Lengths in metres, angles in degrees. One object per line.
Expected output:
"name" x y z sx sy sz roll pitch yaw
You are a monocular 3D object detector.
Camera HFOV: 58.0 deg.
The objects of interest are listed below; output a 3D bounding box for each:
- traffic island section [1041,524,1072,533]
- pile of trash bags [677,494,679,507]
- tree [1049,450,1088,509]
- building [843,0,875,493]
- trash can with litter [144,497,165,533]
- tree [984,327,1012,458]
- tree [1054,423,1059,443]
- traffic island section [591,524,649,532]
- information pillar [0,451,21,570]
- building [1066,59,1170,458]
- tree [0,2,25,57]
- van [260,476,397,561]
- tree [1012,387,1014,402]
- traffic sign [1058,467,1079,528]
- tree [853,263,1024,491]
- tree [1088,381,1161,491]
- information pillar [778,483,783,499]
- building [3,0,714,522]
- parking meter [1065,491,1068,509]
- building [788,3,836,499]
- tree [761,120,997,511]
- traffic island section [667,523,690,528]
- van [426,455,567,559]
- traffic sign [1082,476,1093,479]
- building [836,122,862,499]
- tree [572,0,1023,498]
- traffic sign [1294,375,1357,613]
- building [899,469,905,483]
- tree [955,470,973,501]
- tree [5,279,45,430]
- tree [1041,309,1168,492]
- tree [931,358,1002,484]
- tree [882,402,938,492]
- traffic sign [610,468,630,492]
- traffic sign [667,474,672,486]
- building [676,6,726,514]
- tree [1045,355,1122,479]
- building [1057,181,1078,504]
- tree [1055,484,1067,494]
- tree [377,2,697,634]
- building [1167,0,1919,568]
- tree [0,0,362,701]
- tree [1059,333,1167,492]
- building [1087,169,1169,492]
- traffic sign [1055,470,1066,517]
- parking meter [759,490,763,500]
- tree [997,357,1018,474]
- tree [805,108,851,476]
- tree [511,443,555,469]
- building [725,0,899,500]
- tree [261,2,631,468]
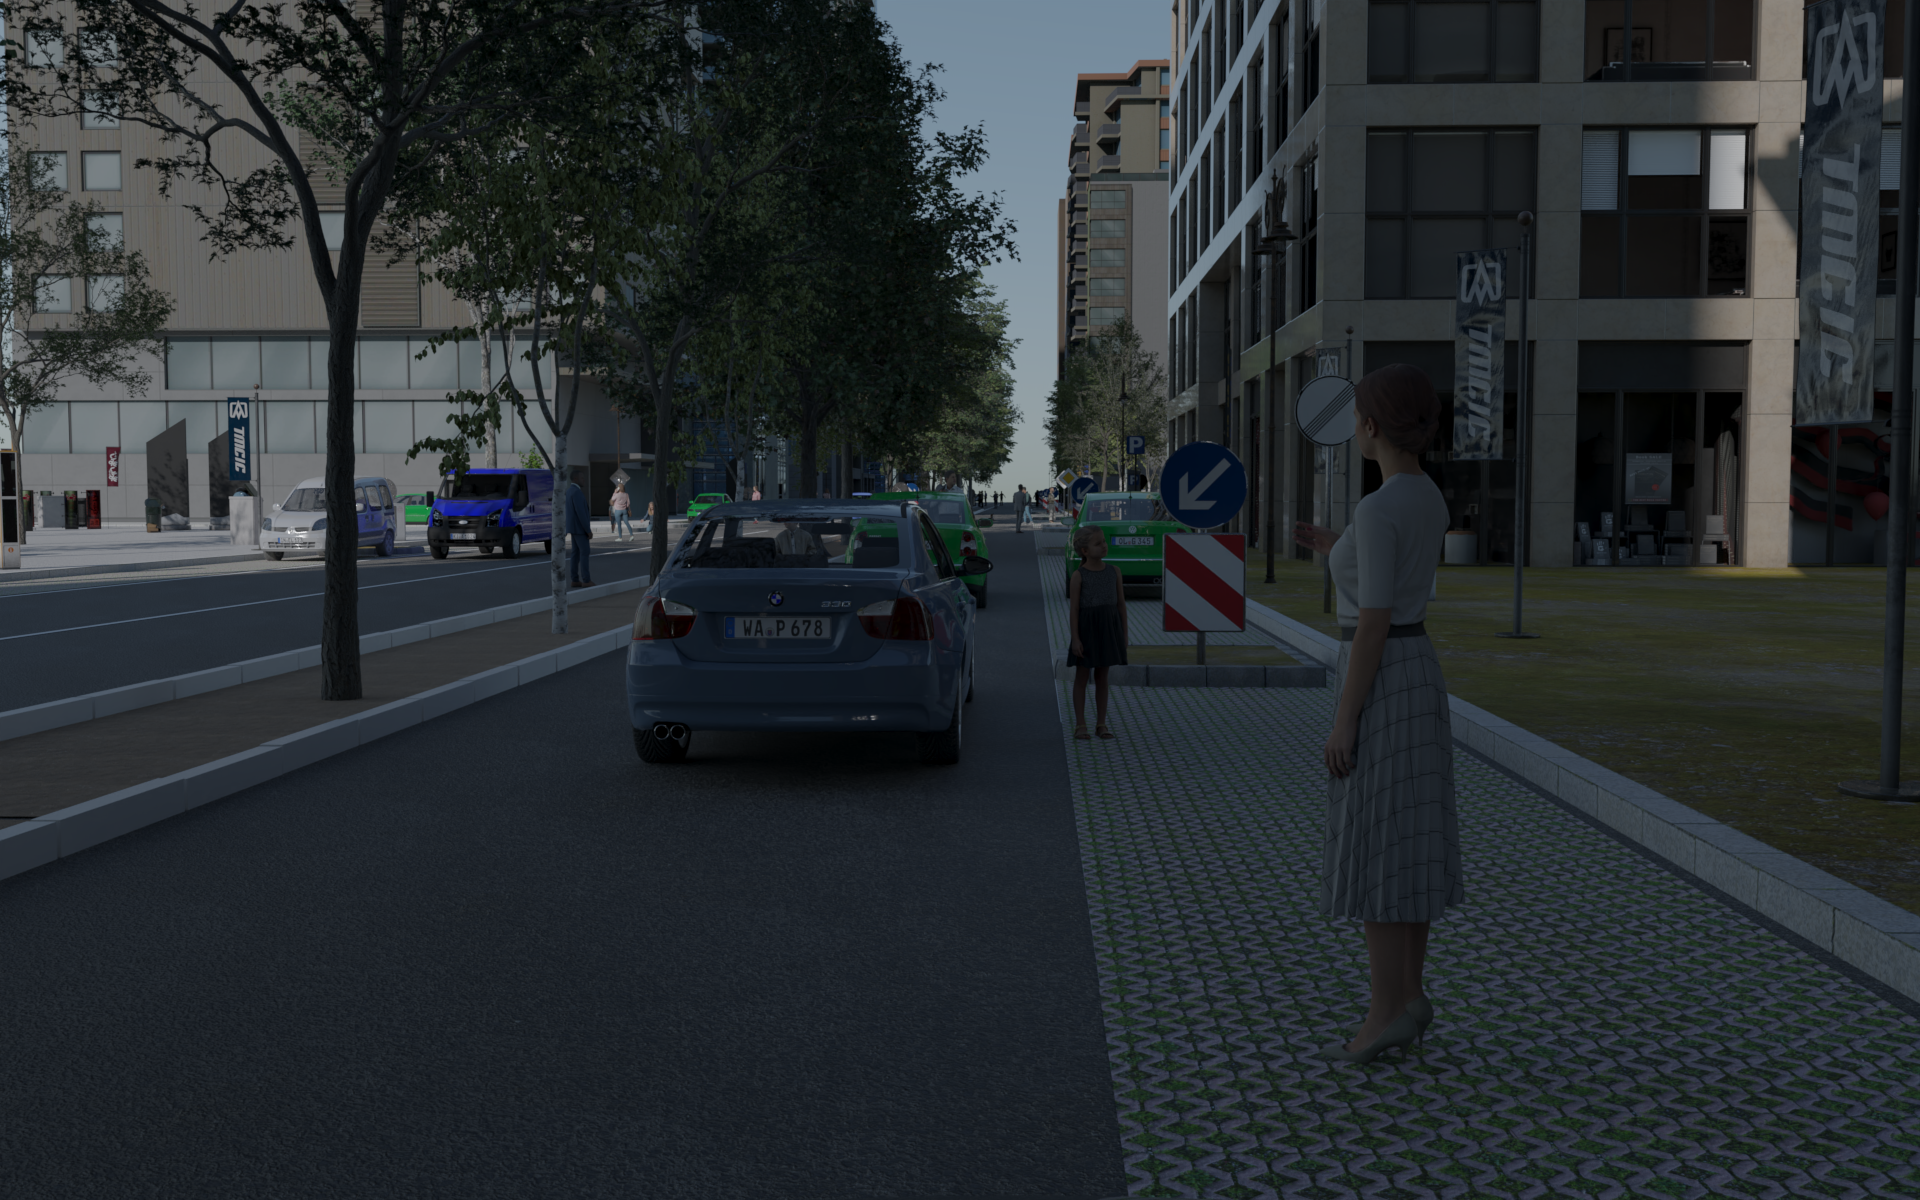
"traffic island section" 4.122 -2.644 65.517 2.009 0.180 2.903 0 4 2
"pile of trash bags" -18.647 -5.842 105.271 3.447 1.369 1.912 1 4 18
"tree" 9.859 -12.180 149.509 4.737 8.622 4.395 0 3 0
"building" -20.989 -47.177 209.596 20.563 71.187 20.611 0 4 2
"trash can with litter" -26.806 -2.831 57.674 0.624 1.170 1.055 -2 4 -25
"tree" -2.668 -7.657 62.058 8.767 10.594 7.601 0 4 2
"tree" 8.340 -10.126 115.926 4.360 8.622 3.978 0 3 0
"traffic island section" -13.006 -2.686 66.198 2.009 0.180 2.903 0 4 2
"information pillar" -16.193 -1.524 29.406 0.304 2.012 0.304 3 5 42
"building" 22.731 -32.077 179.076 22.147 44.769 28.867 0 4 2
"tree" -15.818 -10.122 21.381 12.611 20.169 13.585 0 3 0
"van" -13.885 -1.905 38.157 2.013 2.044 4.112 0 4 3
"tree" -1.488 -9.336 89.505 8.767 10.594 7.601 0 4 2
"traffic sign" 4.098 -3.780 65.441 0.795 2.450 0.064 0 4 2
"tree" -1.543 -10.447 79.920 9.857 13.997 8.962 0 3 0
"tree" 10.706 -9.737 109.564 4.737 8.622 4.395 0 3 0
"information pillar" -12.436 -7.059 119.903 0.304 2.012 0.304 -1 4 -11
"building" -28.563 -30.564 88.967 28.713 52.752 27.495 0 4 2
"parking meter" 9.123 -8.521 147.730 0.372 1.533 0.369 0 3 0
"building" -23.777 -37.989 163.120 21.231 58.520 28.212 0 4 2
"tree" -3.034 -7.757 47.418 7.486 12.596 7.792 0 3 0
"traffic island section" -12.690 -3.174 74.177 2.009 0.180 2.903 0 4 2
"van" -10.649 -2.176 39.963 2.240 2.365 5.245 0 4 2
"traffic sign" 6.964 -5.661 94.683 0.606 2.300 0.079 0 4 8
"building" -22.407 -34.562 188.782 21.300 48.544 21.600 0 4 2
"tree" -3.412 -7.298 38.789 9.611 12.733 9.660 0 3 0
"traffic sign" 3.959 -1.130 18.582 0.768 2.556 0.104 0 4 3
"building" -21.168 -26.626 280.366 27.650 21.520 28.899 0 4 2
"tree" 0.585 -11.344 138.289 4.737 8.622 4.395 0 3 0
"tree" -30.116 -6.263 52.755 4.360 8.622 3.978 0 3 0
"tree" 7.470 -9.321 86.806 7.601 10.594 8.767 1 4 11
"tree" -0.808 -10.873 105.993 9.928 11.665 9.643 0 3 0
"tree" -2.304 -6.286 55.597 4.360 8.622 3.978 0 3 0
"traffic sign" -12.982 -3.822 66.135 0.795 2.450 0.064 0 4 2
"traffic sign" -12.666 -4.310 74.114 0.795 2.450 0.064 0 4 2
"building" -23.877 -49.681 124.958 22.319 86.520 31.000 0 4 2
"tree" 10.170 -13.591 140.332 7.486 12.596 7.792 0 3 0
"building" 21.293 -36.981 254.750 14.600 45.320 14.200 0 4 2
"tree" 11.642 -12.626 201.041 1.663 3.219 1.824 0 3 0
"tree" -4.124 -3.968 17.699 4.737 8.622 4.395 0 3 0
"building" 16.603 -14.788 46.298 19.350 26.468 34.151 0 4 2
"tree" -4.341 -4.558 11.386 8.767 10.594 7.601 0 4 2
"tree" 7.625 -7.899 79.504 4.360 8.622 3.978 0 3 0
"building" 18.596 -23.635 158.130 14.160 30.474 14.107 0 4 2
"traffic sign" 4.414 -4.268 73.419 0.795 2.450 0.064 0 4 2
"parking meter" -12.867 -6.291 111.275 0.372 1.533 0.369 0 3 0
"tree" 0.016 -11.900 115.149 7.486 12.596 7.792 0 3 0
"tree" -3.880 -4.734 30.213 4.737 8.622 4.395 0 3 0
"tree" -15.847 -4.294 64.812 1.663 3.219 1.824 0 3 0
"building" -19.642 -57.195 247.813 22.319 86.520 31.000 0 4 2
"tree" -16.147 -12.181 55.046 12.611 20.169 13.585 0 3 0
